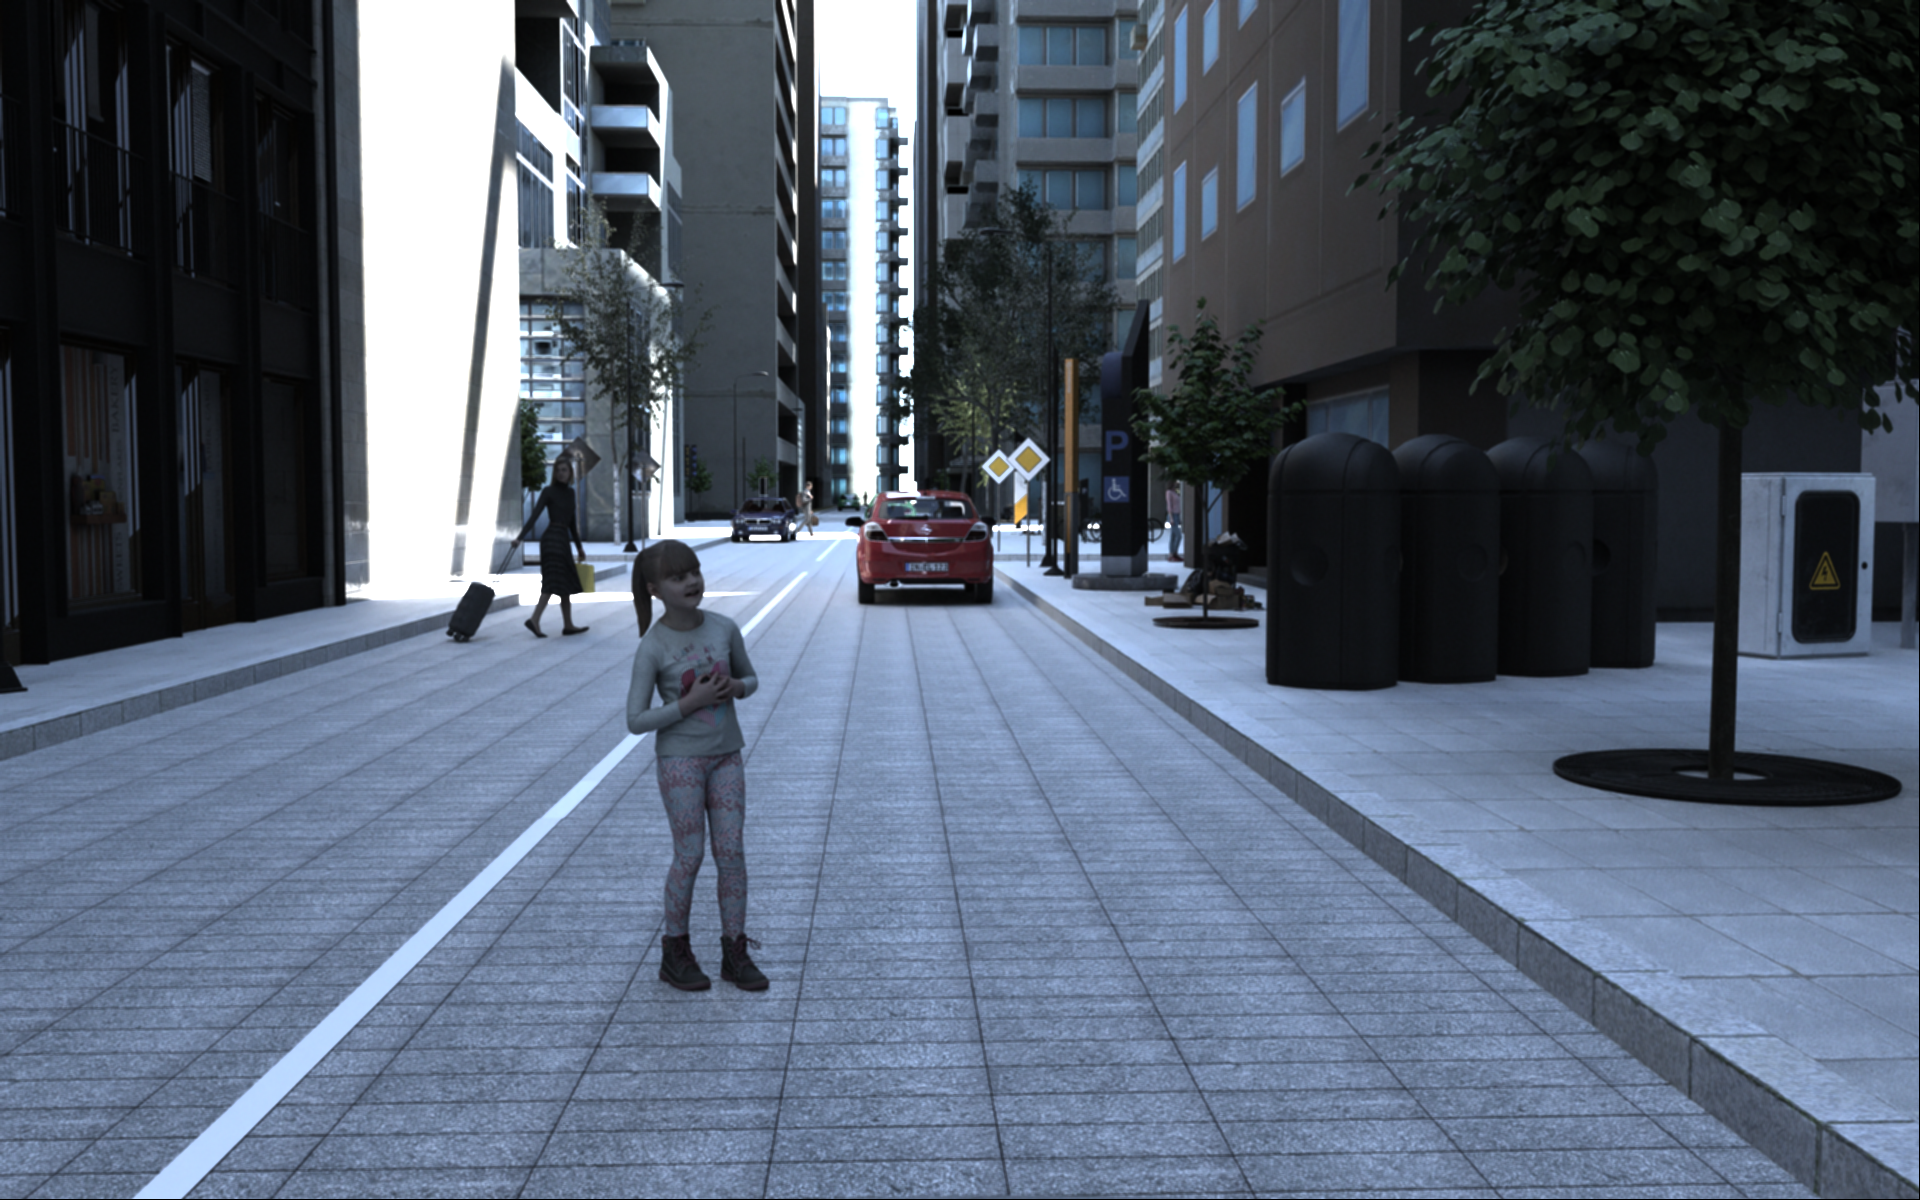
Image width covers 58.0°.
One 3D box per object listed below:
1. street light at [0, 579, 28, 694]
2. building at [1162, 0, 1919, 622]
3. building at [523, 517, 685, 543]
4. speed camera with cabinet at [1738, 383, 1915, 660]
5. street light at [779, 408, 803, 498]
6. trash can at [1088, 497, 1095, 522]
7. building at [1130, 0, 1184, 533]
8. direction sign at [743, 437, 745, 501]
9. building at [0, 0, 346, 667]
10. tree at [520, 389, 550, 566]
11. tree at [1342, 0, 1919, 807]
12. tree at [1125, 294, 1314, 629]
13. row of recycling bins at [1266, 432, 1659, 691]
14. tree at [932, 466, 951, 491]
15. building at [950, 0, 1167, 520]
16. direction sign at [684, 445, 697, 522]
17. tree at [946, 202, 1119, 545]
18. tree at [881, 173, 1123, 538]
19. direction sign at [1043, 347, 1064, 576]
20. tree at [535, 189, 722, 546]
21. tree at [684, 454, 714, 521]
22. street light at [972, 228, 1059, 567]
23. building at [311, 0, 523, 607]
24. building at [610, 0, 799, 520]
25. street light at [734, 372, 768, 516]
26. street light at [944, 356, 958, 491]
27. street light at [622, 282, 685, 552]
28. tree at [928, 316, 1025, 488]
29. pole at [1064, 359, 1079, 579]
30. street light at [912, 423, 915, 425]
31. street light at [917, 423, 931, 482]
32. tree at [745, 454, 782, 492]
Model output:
[{"bbox_3d":[-5.712,-2.356,11.067,1.470,5.913,1.316,0,4,-2],"label":"street light"},{"bbox_3d":[10.776,-22.793,22.774,14.600,45.320,14.200,0,4,-2],"label":"building"},{"bbox_3d":[-20.690,-45.600,58.226,22.319,86.520,31.000,0,4,-2],"label":"building"},{"bbox_3d":[7.158,-1.193,13.847,2.038,3.252,0.660,-1,4,-20],"label":"speed camera with cabinet"},{"bbox_3d":[-9.216,-7.425,93.939,1.470,5.913,1.316,0,4,-2],"label":"street light"},{"bbox_3d":[5.669,-4.037,77.659,0.748,1.137,0.748,0,3,0],"label":"trash can"},{"bbox_3d":[18.508,-22.157,54.150,23.993,40.220,32.217,0,4,-2],"label":"building"},{"bbox_3d":[-8.652,-4.737,69.452,0.379,3.537,0.876,0,4,-4],"label":"direction sign"},{"bbox_3d":[-12.904,-11.100,11.157,12.332,23.373,15.834,0,4,-2],"label":"building"},{"bbox_3d":[-7.907,-2.253,31.434,1.663,3.219,1.824,0,3,0],"label":"tree"},{"bbox_3d":[3.366,-1.469,7.726,4.285,4.588,4.351,0,3,0],"label":"tree"},{"bbox_3d":[2.352,-1.368,16.968,1.663,3.219,1.824,0,3,0],"label":"tree"},{"bbox_3d":[3.697,-0.319,12.336,3.534,1.692,1.069,-2,4,-32],"label":"row of recycling bins"},{"bbox_3d":[-1.034,-7.501,117.238,1.663,3.219,1.824,0,3,0],"label":"tree"},{"bbox_3d":[11.607,-29.271,98.194,23.786,49.044,30.456,0,4,-2],"label":"building"},{"bbox_3d":[-12.396,-5.363,79.676,0.379,3.537,0.876,2,4,30],"label":"direction sign"},{"bbox_3d":[1.887,-5.664,42.969,4.360,8.622,3.978,0,3,0],"label":"tree"},{"bbox_3d":[1.134,-7.086,50.271,7.601,10.594,8.767,1,4,18],"label":"tree"},{"bbox_3d":[1.501,-2.155,27.225,0.379,3.537,0.876,0,4,7],"label":"direction sign"},{"bbox_3d":[-8.267,-5.651,42.756,4.360,8.622,3.978,0,3,0],"label":"tree"},{"bbox_3d":[-12.653,-5.420,83.213,1.663,3.219,1.824,0,3,0],"label":"tree"},{"bbox_3d":[1.029,-3.539,30.412,1.470,5.913,1.316,0,4,-2],"label":"street light"},{"bbox_3d":[-15.753,-10.342,23.849,16.860,20.320,10.420,0,4,-2],"label":"building"},{"bbox_3d":[-20.063,-28.745,93.678,21.300,48.544,21.600,0,4,-2],"label":"building"},{"bbox_3d":[-8.045,-5.730,66.229,1.470,5.913,1.316,0,4,-2],"label":"street light"},{"bbox_3d":[-0.104,-5.181,57.248,1.470,5.913,1.316,0,4,-2],"label":"street light"},{"bbox_3d":[-6.724,-4.007,38.048,1.470,5.913,1.316,0,4,-2],"label":"street light"},{"bbox_3d":[0.900,-7.239,68.715,4.737,8.622,4.395,0,3,0],"label":"tree"},{"bbox_3d":[1.687,-1.979,26.201,0.158,3.312,0.155,0,3,0],"label":"pole"},{"bbox_3d":[-2.460,-8.620,113.483,1.470,5.913,1.316,0,4,-2],"label":"street light"},{"bbox_3d":[-1.263,-6.906,85.459,1.470,5.913,1.316,0,4,-2],"label":"street light"},{"bbox_3d":[-9.508,-5.398,82.856,1.663,3.219,1.824,0,3,0],"label":"tree"}]
